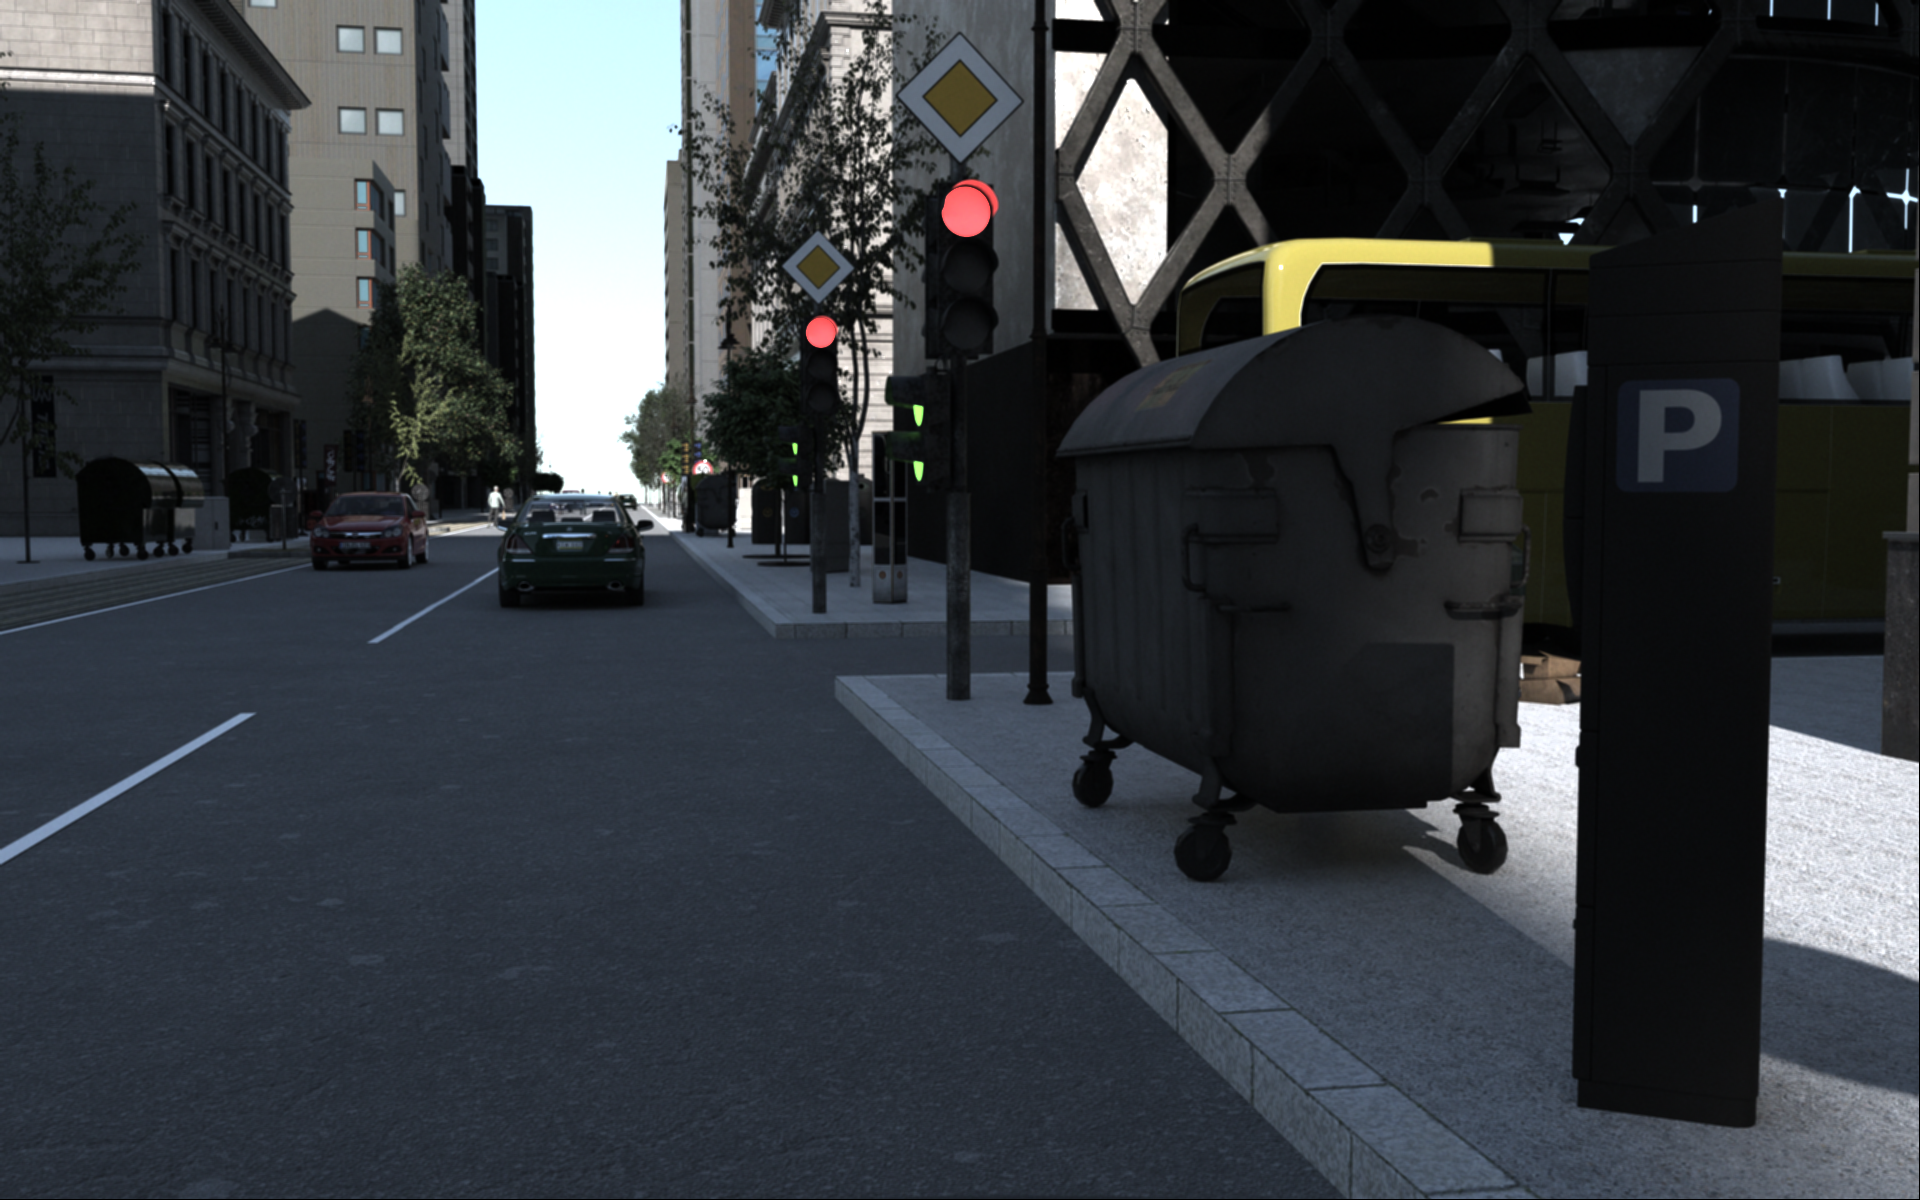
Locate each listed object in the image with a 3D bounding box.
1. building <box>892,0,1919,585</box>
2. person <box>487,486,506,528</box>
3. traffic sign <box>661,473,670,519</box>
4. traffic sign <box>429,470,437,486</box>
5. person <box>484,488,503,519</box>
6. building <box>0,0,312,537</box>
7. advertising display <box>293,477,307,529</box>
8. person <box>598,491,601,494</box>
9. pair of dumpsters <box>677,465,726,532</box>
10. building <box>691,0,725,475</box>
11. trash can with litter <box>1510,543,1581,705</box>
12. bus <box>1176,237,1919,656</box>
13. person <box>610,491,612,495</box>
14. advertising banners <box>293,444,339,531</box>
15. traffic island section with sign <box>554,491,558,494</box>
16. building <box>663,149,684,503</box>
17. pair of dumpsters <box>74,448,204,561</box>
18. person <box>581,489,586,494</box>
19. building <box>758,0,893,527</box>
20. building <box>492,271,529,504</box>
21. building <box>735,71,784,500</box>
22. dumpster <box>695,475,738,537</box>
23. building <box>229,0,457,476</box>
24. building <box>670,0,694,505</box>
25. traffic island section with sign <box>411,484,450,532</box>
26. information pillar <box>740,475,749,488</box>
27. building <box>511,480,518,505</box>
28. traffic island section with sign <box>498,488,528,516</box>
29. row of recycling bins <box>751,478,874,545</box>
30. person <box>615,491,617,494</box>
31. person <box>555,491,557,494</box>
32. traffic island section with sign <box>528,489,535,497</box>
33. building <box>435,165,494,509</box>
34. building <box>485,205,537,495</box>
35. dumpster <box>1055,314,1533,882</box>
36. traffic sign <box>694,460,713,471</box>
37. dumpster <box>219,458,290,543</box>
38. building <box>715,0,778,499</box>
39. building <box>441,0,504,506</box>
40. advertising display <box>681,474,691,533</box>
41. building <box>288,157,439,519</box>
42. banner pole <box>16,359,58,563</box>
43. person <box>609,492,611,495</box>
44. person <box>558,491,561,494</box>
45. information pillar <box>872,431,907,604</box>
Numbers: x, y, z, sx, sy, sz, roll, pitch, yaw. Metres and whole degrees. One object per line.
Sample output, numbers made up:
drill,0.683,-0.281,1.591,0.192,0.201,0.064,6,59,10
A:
building,8.334,-9.971,30.480,16.811,18.784,16.820,-1,4,-11
person,-19.578,-3.929,73.222,0.782,1.767,0.515,0,4,6
traffic sign,-15.258,-5.544,90.756,0.768,2.556,0.104,0,4,-6
traffic sign,-27.719,-5.525,90.438,0.768,2.556,0.104,0,4,-2
person,-26.811,-5.585,99.816,0.705,1.824,1.348,3,5,39
building,-28.565,-12.316,52.276,10.553,20.767,40.483,-1,4,-11
advertising display,-24.468,-3.613,64.290,0.123,1.923,0.974,0,4,2
person,-40.755,-11.436,195.482,1.348,1.823,0.705,3,5,40
pair of dumpsters,-8.997,-3.535,60.293,1.574,2.255,4.437,-1,4,-11
building,-9.237,-35.844,128.045,21.231,58.520,28.212,-1,4,-11
trash can with litter,3.514,0.027,10.945,0.624,1.170,1.055,-3,5,-44
bus,8.262,-1.521,16.421,12.252,3.916,2.896,-1,4,-11
person,-49.161,-14.378,243.657,0.705,1.814,1.350,0,4,4
advertising banners,-22.721,-3.934,60.503,2.074,3.025,0.090,-2,4,-35
traffic island section with sign,-45.435,-11.445,195.757,1.989,1.847,2.006,-1,4,-11
building,-29.974,-37.732,240.623,21.300,48.544,21.600,-1,4,-11
pair of dumpsters,-16.725,-2.007,35.316,1.574,2.255,4.437,-1,4,-11
person,-25.819,-6.736,118.648,1.348,1.822,0.705,0,3,0
building,-0.763,-14.183,60.763,11.050,23.489,19.941,-1,4,-11
building,-63.623,-27.672,224.137,14.160,30.474,14.107,-1,4,-11
building,-3.279,-14.733,82.687,13.314,21.916,24.055,-1,4,-11
dumpster,-7.330,-2.842,52.220,1.264,1.857,1.865,-1,4,-11
building,-52.527,-32.945,127.889,28.713,52.752,27.495,-1,4,-11
building,-26.717,-47.759,219.106,20.563,71.187,20.611,-1,4,-11
traffic island section with sign,-20.486,-3.498,65.824,1.989,1.847,2.006,-1,4,-11
information pillar,-8.451,-3.883,67.987,0.304,2.012,0.304,-1,4,-15
building,-69.229,-31.286,203.407,32.217,40.220,23.993,-1,4,-11
traffic island section with sign,-29.934,-6.509,115.056,1.989,1.847,2.006,-1,4,-11
row of recycling bins,-3.724,-2.272,44.254,3.534,1.692,1.069,1,4,21
person,-47.029,-13.969,236.980,0.705,1.812,1.348,-1,4,-10
person,-43.040,-10.736,184.713,0.721,1.739,1.217,3,5,45
traffic island section with sign,-35.012,-8.129,141.530,1.989,1.847,2.006,-1,4,-11
building,-48.843,-23.181,150.708,14.160,30.474,14.107,-1,4,-11
building,-65.888,-33.890,237.702,14.154,41.232,14.086,-1,4,-11
dumpster,1.177,-0.043,6.457,1.264,1.857,1.865,-1,4,-11
traffic sign,-9.702,-3.996,65.440,0.768,2.556,0.104,0,4,-2
dumpster,-18.850,-2.681,46.327,1.502,2.255,1.985,-1,4,-11
building,-7.647,-27.919,106.580,14.600,45.320,14.200,-1,4,-11
building,-59.112,-45.447,181.312,20.563,71.187,20.611,-1,4,-11
advertising display,-9.087,-3.193,57.424,0.123,1.923,0.974,-1,4,-21
building,-46.569,-15.675,101.326,27.650,21.520,28.899,-1,4,-11
banner pole,-17.157,-2.578,32.171,0.863,3.779,0.401,1,4,8
person,-39.854,-11.521,197.659,1.217,1.735,0.721,3,5,44
person,-27.703,-6.726,119.938,0.415,1.643,0.593,0,4,-2
information pillar,-0.823,-0.968,20.321,0.304,2.012,0.304,2,4,35
